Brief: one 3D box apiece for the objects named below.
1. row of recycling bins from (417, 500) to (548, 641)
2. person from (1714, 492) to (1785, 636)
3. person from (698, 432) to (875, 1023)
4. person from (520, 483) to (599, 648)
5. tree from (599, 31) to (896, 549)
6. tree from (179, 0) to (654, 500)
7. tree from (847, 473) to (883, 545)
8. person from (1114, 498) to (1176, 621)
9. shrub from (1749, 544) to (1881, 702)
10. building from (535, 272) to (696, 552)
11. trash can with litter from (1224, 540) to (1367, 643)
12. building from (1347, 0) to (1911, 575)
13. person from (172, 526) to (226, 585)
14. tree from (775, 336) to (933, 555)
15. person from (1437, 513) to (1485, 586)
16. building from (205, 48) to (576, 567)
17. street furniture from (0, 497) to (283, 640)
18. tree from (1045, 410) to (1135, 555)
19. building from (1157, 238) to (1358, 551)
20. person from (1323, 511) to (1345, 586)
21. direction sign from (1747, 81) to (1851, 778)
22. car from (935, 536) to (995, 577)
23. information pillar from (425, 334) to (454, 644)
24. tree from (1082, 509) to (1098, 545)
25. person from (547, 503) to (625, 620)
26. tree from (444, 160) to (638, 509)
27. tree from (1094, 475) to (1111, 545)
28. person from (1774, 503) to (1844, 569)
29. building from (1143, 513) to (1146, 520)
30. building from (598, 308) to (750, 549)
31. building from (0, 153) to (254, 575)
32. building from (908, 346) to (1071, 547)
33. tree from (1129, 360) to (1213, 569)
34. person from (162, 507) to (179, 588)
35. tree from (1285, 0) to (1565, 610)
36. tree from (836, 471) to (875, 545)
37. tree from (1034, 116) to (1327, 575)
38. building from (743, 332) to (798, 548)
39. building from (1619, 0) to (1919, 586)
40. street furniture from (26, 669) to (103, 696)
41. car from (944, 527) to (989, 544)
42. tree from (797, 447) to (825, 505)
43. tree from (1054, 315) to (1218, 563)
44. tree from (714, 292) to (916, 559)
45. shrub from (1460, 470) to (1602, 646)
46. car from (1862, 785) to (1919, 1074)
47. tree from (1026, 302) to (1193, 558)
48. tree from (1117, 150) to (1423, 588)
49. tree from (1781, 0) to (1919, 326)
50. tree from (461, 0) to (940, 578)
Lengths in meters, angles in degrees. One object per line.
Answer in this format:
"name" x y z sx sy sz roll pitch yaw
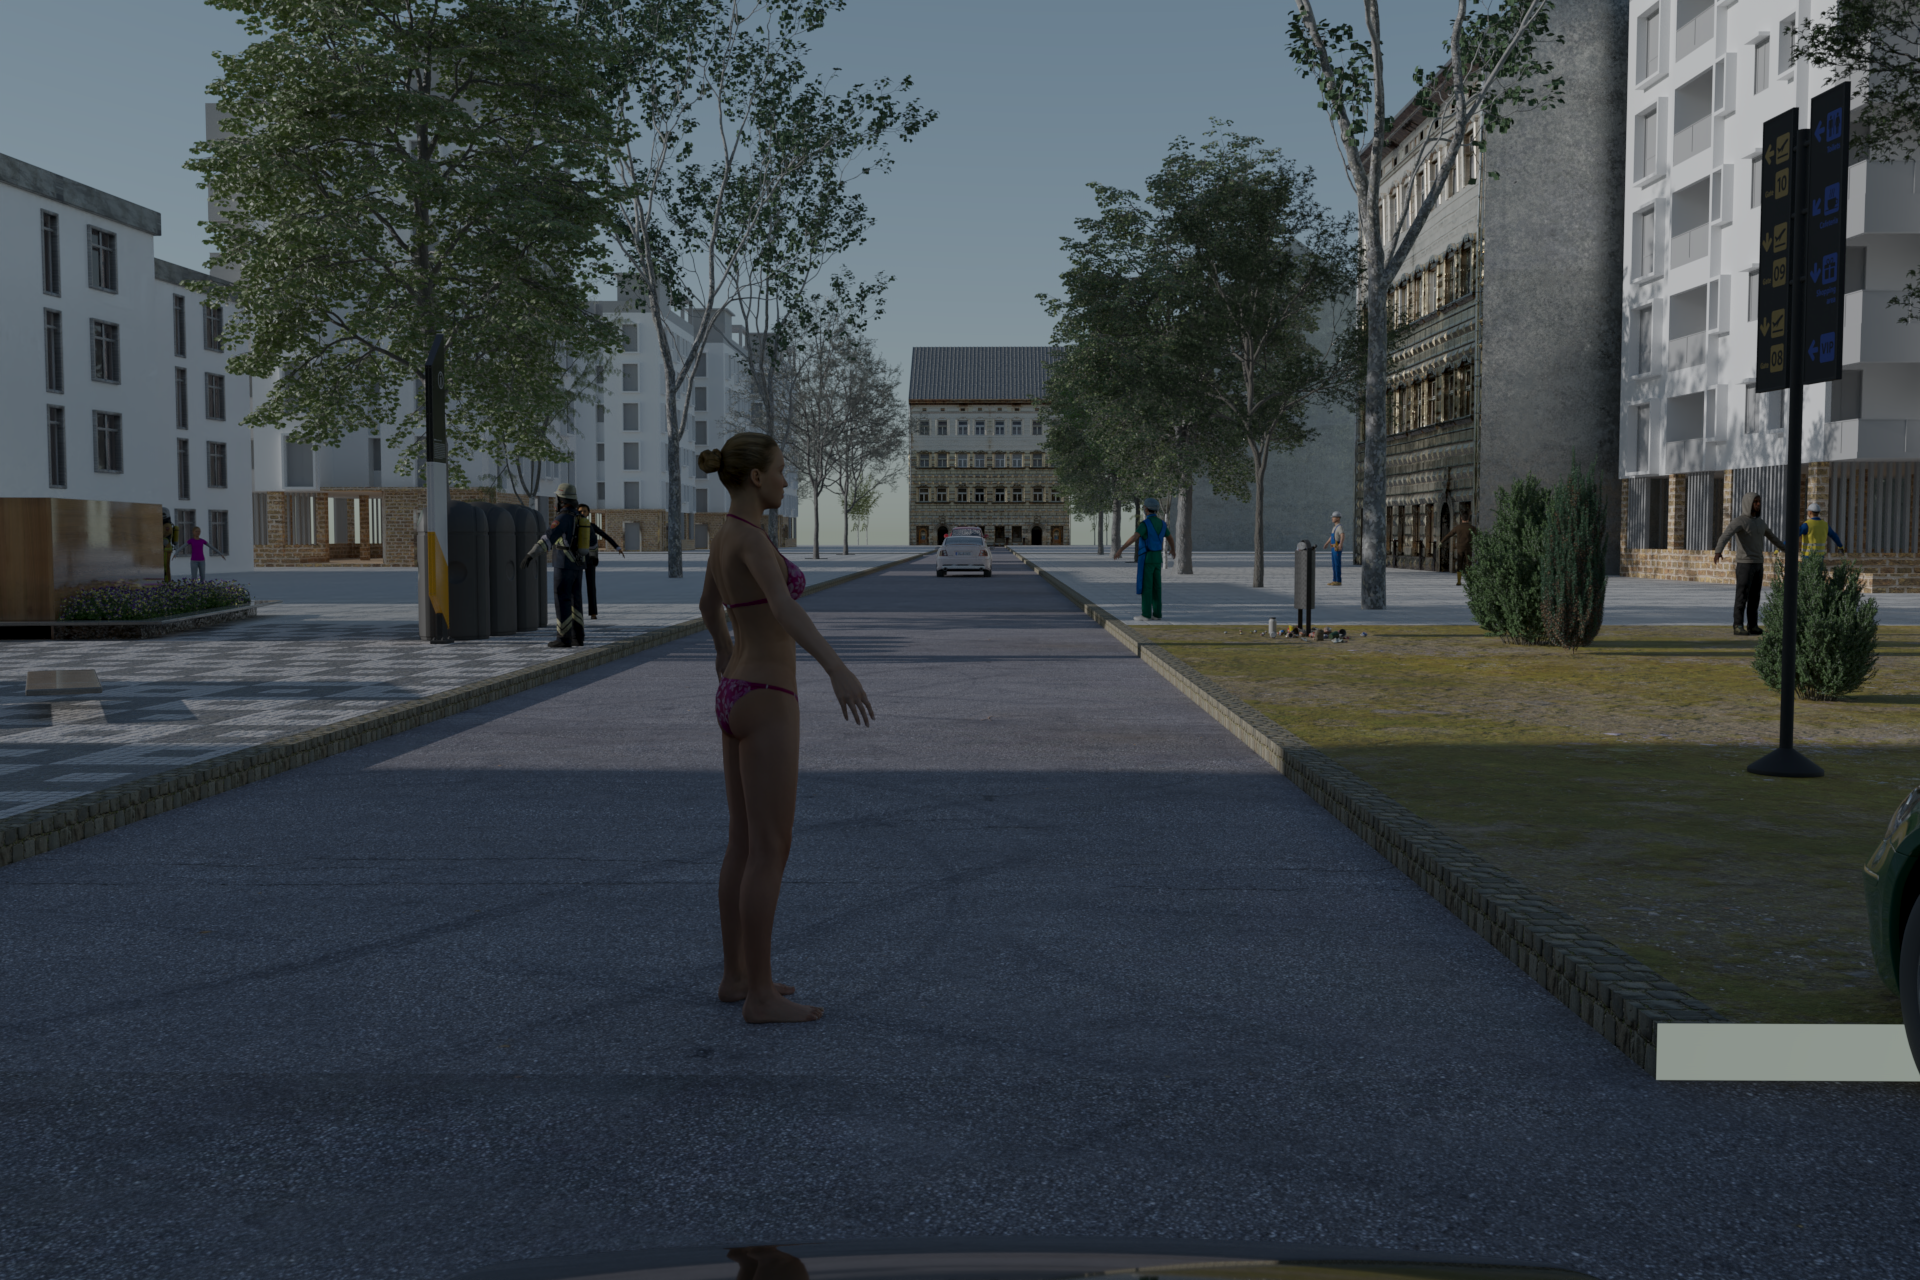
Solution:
"row of recycling bins" -6.112 -0.941 22.505 1.069 1.692 3.534 0 4 1
"person" 10.034 -0.968 21.958 1.348 1.813 0.705 -1 4 -22
"person" -0.538 0.248 5.206 0.721 1.733 1.217 -2 4 -25
"person" -4.472 -0.849 19.659 0.705 1.856 1.354 2 4 24
"tree" -8.516 -12.993 68.323 12.611 20.169 13.585 0 3 0
"tree" -8.523 -6.676 27.276 7.486 12.596 7.792 0 3 0
"tree" -11.161 -15.452 202.998 4.737 8.622 4.395 0 3 0
"person" 2.813 -1.201 25.760 1.347 1.817 0.704 -3 5 -43
"shrub" 6.620 -0.140 13.403 1.383 1.207 1.383 0 3 0
"building" -26.543 -16.527 126.631 16.016 20.090 11.380 0 4 2
"trash can with litter" 4.247 -0.636 21.457 1.678 1.210 2.233 0 4 -1
"building" 25.457 -14.141 62.128 19.493 23.208 18.063 0 4 1
"person" -14.898 -1.506 33.889 0.991 1.433 0.599 -3 4 -37
"tree" -6.869 -11.943 105.642 12.009 13.543 11.850 0 3 0
"person" 12.548 -2.257 43.040 1.346 1.812 0.704 1 4 23
"building" -23.245 -12.981 68.656 16.016 20.090 11.380 0 4 1
"street furniture" -12.606 -1.060 24.181 9.812 1.723 11.010 -1 4 -10
"tree" 9.010 -11.544 106.878 7.486 12.596 7.792 0 3 0
"building" 25.137 -18.804 138.378 19.493 23.208 18.063 0 4 1
"person" 9.332 -2.273 43.027 0.705 1.847 1.347 0 4 -4
"direction sign" 4.430 -1.051 9.188 0.379 3.537 0.876 0 4 0
"car" 0.162 -2.861 59.135 2.083 1.381 4.827 0 4 1
"information pillar" -6.072 -1.759 20.117 0.183 3.616 0.504 0 4 0
"tree" 15.833 -15.284 200.252 4.360 8.622 3.978 0 3 0
"person" -5.632 -1.174 25.913 1.216 1.740 0.721 -1 4 -10
"tree" -8.667 -5.142 34.442 4.360 8.622 3.978 0 3 0
"tree" 16.803 -14.974 195.185 4.360 8.622 3.978 0 3 0
"person" 15.327 -1.541 31.161 1.349 1.833 0.705 0 4 -7
"building" 28.019 -18.646 171.319 16.747 18.905 31.486 0 4 1
"building" -24.362 -17.731 146.316 16.016 20.090 11.380 0 3 0
"building" -25.397 -6.323 45.521 9.099 9.664 28.070 0 4 2
"building" 3.543 -22.532 201.775 18.063 23.208 19.493 0 4 1
"tree" 7.457 -6.915 63.427 4.360 8.622 3.978 0 3 0
"person" -17.070 -1.916 37.092 0.705 1.858 1.354 -2 4 -28
"tree" 8.204 -10.528 28.024 12.611 20.169 13.585 0 3 0
"tree" -11.881 -15.122 197.605 4.737 8.622 4.395 0 3 0
"tree" 7.097 -9.063 54.837 9.857 13.997 8.962 0 3 0
"building" -21.719 -18.795 163.718 16.016 20.090 11.380 0 4 1
"building" 24.814 -11.812 49.549 16.016 20.090 11.380 0 4 1
"street furniture" -12.494 -0.348 12.536 11.010 1.723 9.812 -2 4 -28
"car" 0.347 -4.929 89.260 2.281 1.827 5.304 0 4 1
"tree" -20.542 -17.431 195.359 12.009 13.543 11.850 0 3 0
"tree" 7.804 -9.254 77.054 9.928 11.665 9.643 0 3 0
"tree" -7.304 -10.879 88.242 12.009 13.543 11.850 0 3 0
"shrub" 6.625 -0.959 20.101 1.690 2.028 1.600 0 3 0
"car" 3.276 0.559 2.651 2.131 1.459 4.920 0 4 1
"tree" 8.376 -11.377 92.664 9.857 13.997 8.962 0 3 0
"tree" 7.445 -6.547 41.463 7.601 10.594 8.767 -3 5 -39
"tree" 13.156 -5.069 17.290 8.767 10.594 7.601 0 4 5
"tree" -7.422 -11.817 49.103 12.611 20.169 13.585 0 3 0
